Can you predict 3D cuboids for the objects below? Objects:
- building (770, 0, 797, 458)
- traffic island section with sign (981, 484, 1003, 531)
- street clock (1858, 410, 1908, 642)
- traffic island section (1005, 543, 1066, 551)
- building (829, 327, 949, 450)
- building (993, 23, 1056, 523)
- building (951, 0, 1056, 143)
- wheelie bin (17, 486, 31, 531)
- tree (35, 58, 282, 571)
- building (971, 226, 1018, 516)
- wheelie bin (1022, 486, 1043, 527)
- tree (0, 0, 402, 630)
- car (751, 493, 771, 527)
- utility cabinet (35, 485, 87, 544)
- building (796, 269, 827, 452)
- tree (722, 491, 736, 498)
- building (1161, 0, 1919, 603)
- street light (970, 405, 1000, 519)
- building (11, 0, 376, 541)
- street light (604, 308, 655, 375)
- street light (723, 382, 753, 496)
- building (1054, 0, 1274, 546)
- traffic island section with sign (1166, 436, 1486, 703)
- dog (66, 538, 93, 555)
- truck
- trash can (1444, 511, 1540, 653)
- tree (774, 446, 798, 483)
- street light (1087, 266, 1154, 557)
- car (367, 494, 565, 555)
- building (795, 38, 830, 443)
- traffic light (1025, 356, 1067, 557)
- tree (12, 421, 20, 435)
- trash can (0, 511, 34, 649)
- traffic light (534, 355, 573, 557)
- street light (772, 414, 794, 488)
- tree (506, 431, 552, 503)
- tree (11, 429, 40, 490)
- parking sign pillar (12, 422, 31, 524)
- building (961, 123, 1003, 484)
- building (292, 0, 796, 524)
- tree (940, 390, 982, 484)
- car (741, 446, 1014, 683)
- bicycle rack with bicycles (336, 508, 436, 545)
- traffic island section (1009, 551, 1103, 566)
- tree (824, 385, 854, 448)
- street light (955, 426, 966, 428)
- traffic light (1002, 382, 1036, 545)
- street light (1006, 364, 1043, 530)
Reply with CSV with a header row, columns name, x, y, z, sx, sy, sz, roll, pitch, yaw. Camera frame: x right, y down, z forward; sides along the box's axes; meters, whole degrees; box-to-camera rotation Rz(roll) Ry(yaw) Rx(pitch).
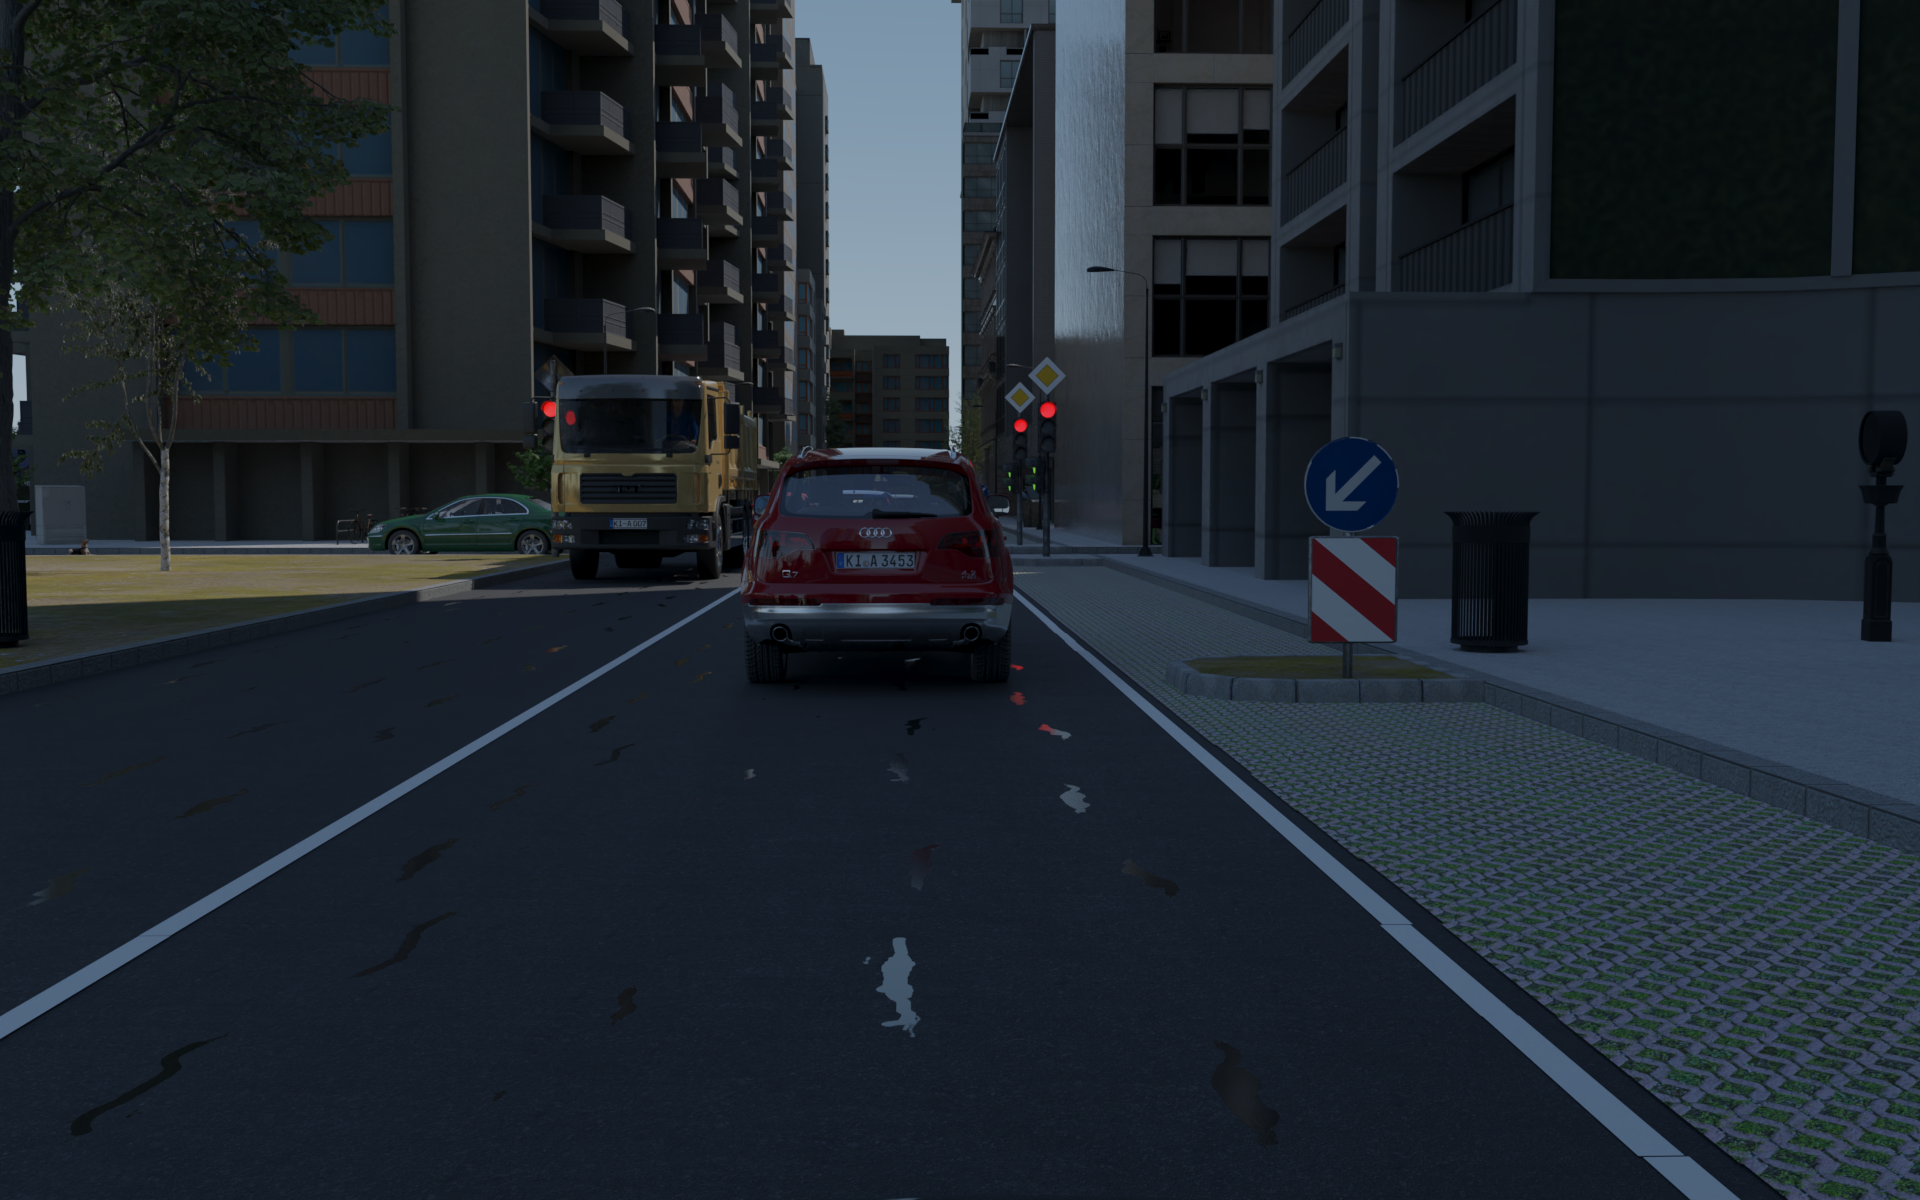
name,x,y,z,sx,sy,sz,roll,pitch,yaw
building,-19.173,-29.042,124.954,14.600,45.320,14.200,0,4,-2
traffic island section with sign,0.673,-3.655,68.395,1.989,1.847,2.006,0,4,-2
street clock,7.999,-0.642,15.061,0.358,2.002,0.471,0,4,6
traffic island section,1.521,-1.299,43.526,2.009,0.180,2.903,0,4,-2
building,-16.151,-22.659,215.507,28.899,21.520,27.650,0,4,-2
building,9.515,-16.234,84.488,14.314,24.678,30.058,0,4,-2
building,13.936,-34.857,159.151,28.713,52.752,27.495,0,4,-2
wheelie bin,-32.958,-3.222,60.587,0.980,1.594,0.693,-3,5,-43
tree,-13.391,-4.805,28.932,4.360,8.622,3.978,0,3,0
building,6.380,-14.958,109.191,10.561,19.102,19.286,0,4,-2
wheelie bin,2.745,-3.593,66.657,0.980,1.594,0.693,-2,4,-32
tree,-8.930,-6.017,16.502,7.486,12.596,7.792,0,3,0
car,-5.542,-2.802,54.846,2.155,1.783,4.494,0,4,0
utility cabinet,-22.848,-2.162,44.034,0.318,1.500,1.173,2,4,28
building,-25.830,-18.479,147.178,27.650,21.520,28.899,0,4,-2
tree,-10.646,-5.230,80.109,1.663,3.219,1.824,0,3,0
building,14.740,-35.815,23.821,20.563,71.187,20.611,0,4,-2
street light,1.344,-7.203,90.311,1.470,5.913,1.316,0,4,-2
building,-19.261,-24.735,59.043,22.147,44.769,28.867,0,4,-2
street light,-8.298,-4.326,43.275,1.470,5.913,1.316,0,4,-2
street light,-9.308,-6.092,72.151,1.470,5.913,1.316,0,4,-2
building,20.706,-15.167,52.494,34.151,26.468,19.350,0,4,-2
traffic island section with sign,2.576,-0.252,12.746,1.989,1.847,2.006,0,4,-2
dog,-20.338,-1.214,40.045,0.550,0.427,0.748,-3,5,-43
truck,-5.352,-2.164,31.304,3.469,3.379,9.791,0,4,-2
trash can,4.335,-0.153,14.163,0.748,1.137,0.748,0,3,0
tree,-11.777,-8.146,116.902,4.285,4.588,4.351,0,3,0
street light,3.278,-3.849,35.469,1.470,5.913,1.316,0,4,-2
car,-10.673,-1.634,38.518,4.920,1.459,2.131,0,4,-1
building,-24.709,-34.139,181.874,21.600,48.544,21.300,0,4,-2
traffic light,1.754,-2.845,35.430,0.839,4.253,0.868,0,4,-2
tree,-40.784,-5.608,75.410,4.285,4.588,4.351,0,3,0
trash can,-8.145,-0.173,14.479,0.748,1.137,0.748,0,3,0
traffic light,-8.201,-2.823,35.074,0.839,4.253,0.868,0,4,-2
street light,-10.315,-7.834,100.625,1.470,5.913,1.316,0,4,-2
tree,-9.948,-2.895,41.935,1.663,3.219,1.824,0,3,0
tree,-24.353,-2.991,43.508,1.663,3.219,1.824,0,3,0
parking sign pillar,-34.477,-4.630,64.165,1.447,3.967,1.447,2,4,27
building,7.039,-22.410,138.111,14.160,30.474,14.107,0,4,-2
building,-20.789,-27.028,96.526,22.147,44.769,28.867,0,4,-2
tree,1.634,-10.792,126.808,4.737,8.622,4.395,0,3,0
car,-0.669,-0.369,14.704,2.281,1.827,5.304,0,4,-2
bicycle rack with bicycles,-14.655,-1.911,44.632,2.852,0.926,2.925,0,4,2
traffic island section,1.795,-0.811,35.545,2.009,0.180,2.903,0,4,-2
tree,-13.959,-15.267,167.740,7.486,12.596,7.792,0,3,0
street light,0.365,-8.926,118.480,1.470,5.913,1.316,0,4,-2
traffic light,1.480,-3.333,43.410,0.839,4.253,0.868,0,4,-2
street light,2.346,-5.481,62.151,1.470,5.913,1.316,0,4,-2
